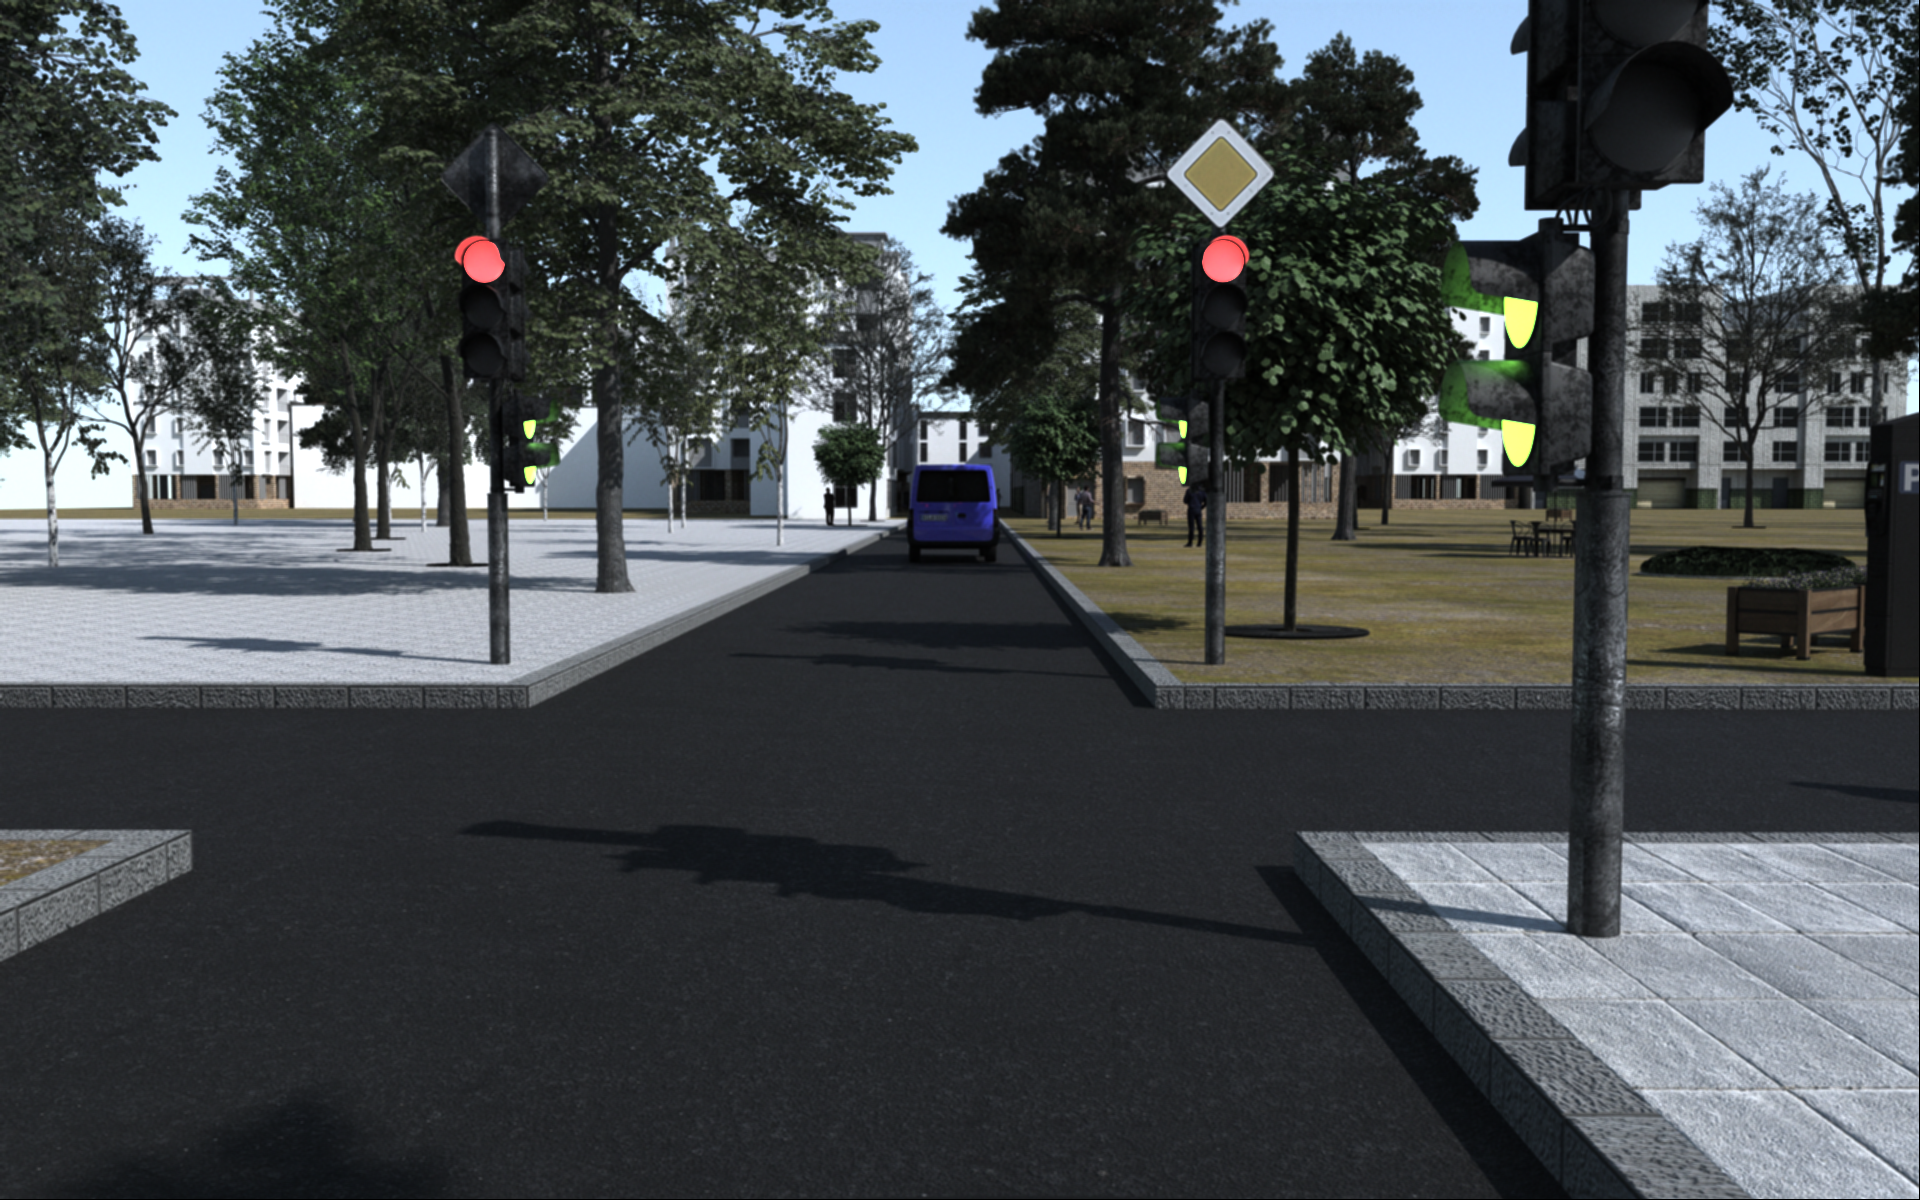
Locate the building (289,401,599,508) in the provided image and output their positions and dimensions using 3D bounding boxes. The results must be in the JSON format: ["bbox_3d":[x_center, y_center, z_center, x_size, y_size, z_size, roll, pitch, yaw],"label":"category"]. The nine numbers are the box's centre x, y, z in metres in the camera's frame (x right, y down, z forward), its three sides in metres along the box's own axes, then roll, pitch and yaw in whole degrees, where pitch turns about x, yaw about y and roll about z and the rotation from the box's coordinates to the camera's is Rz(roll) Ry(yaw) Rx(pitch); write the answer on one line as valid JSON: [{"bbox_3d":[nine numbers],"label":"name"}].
[{"bbox_3d":[-46.223,-13.351,160.431,28.070,9.664,9.099,0,4,0],"label":"building"}]

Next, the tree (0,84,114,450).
[{"bbox_3d":[-25.505,-7.692,43.888,7.486,12.596,7.792,0,3,0],"label":"tree"}]

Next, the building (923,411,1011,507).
[{"bbox_3d":[-8.631,-14.355,176.853,28.070,9.664,9.099,0,4,0],"label":"building"}]

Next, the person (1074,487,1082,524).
[{"bbox_3d":[5.086,-4.048,74.287,0.319,1.574,0.516,-1,4,-14],"label":"person"}]

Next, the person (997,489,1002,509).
[{"bbox_3d":[3.303,-8.496,145.667,0.721,1.735,1.217,1,4,20],"label":"person"}]

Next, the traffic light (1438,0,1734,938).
[{"bbox_3d":[1.838,-0.961,4.963,0.839,4.213,0.868,0,4,0],"label":"traffic light"}]

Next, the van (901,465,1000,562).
[{"bbox_3d":[-0.192,-2.066,38.155,2.240,2.365,5.245,0,4,-1],"label":"van"}]

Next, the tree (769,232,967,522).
[{"bbox_3d":[-3.945,-10.416,80.664,12.009,13.543,11.850,0,3,0],"label":"tree"}]

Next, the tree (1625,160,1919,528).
[{"bbox_3d":[29.646,-9.450,64.874,12.009,13.543,11.850,0,3,0],"label":"tree"}]

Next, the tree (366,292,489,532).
[{"bbox_3d":[-17.878,-6.597,58.225,4.360,8.622,3.978,0,3,0],"label":"tree"}]

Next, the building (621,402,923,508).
[{"bbox_3d":[-17.855,-13.293,159.495,28.070,9.664,9.099,0,4,0],"label":"building"}]

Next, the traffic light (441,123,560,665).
[{"bbox_3d":[-3.459,-1.451,12.975,0.839,4.213,0.868,0,4,0],"label":"traffic light"}]

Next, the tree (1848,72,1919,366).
[{"bbox_3d":[22.083,-7.807,35.074,7.806,13.903,7.818,0,3,0],"label":"tree"}]

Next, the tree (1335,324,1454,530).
[{"bbox_3d":[14.224,-8.394,62.991,9.928,11.665,9.643,0,3,0],"label":"tree"}]

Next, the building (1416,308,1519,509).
[{"bbox_3d":[50.925,-19.778,179.786,11.380,20.091,16.016,0,4,0],"label":"building"}]

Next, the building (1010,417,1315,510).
[{"bbox_3d":[18.179,-18.557,147.378,27.936,21.610,32.646,0,4,0],"label":"building"}]

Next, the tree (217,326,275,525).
[{"bbox_3d":[-30.075,-7.386,71.117,4.360,8.622,3.978,0,3,0],"label":"tree"}]

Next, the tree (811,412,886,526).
[{"bbox_3d":[-4.395,-5.244,69.459,4.285,4.588,4.351,0,3,0],"label":"tree"}]

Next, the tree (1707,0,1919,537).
[{"bbox_3d":[28.056,-11.857,49.744,12.611,20.169,13.585,0,3,0],"label":"tree"}]

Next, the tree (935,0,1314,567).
[{"bbox_3d":[2.675,-6.633,30.510,6.751,12.117,7.091,0,3,0],"label":"tree"}]

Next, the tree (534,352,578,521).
[{"bbox_3d":[-19.997,-8.133,83.338,4.360,8.622,3.978,0,3,0],"label":"tree"}]

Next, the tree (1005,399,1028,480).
[{"bbox_3d":[2.852,-4.040,49.770,4.285,4.588,4.351,0,3,0],"label":"tree"}]

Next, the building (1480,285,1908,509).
[{"bbox_3d":[64.342,-17.636,154.808,31.486,18.905,16.747,0,4,0],"label":"building"}]

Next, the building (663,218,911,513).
[{"bbox_3d":[-11.920,-16.312,123.116,16.016,20.091,11.380,0,4,0],"label":"building"}]

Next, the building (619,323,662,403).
[{"bbox_3d":[-29.081,-19.864,181.193,11.380,20.091,16.016,0,4,0],"label":"building"}]

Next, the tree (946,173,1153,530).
[{"bbox_3d":[3.221,-8.711,60.549,7.486,12.596,7.792,0,3,0],"label":"tree"}]

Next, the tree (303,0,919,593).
[{"bbox_3d":[-4.406,-6.344,21.851,7.486,12.596,7.792,0,3,0],"label":"tree"}]

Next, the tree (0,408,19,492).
[{"bbox_3d":[-51.485,-6.735,73.019,20.602,7.101,11.467,-2,4,-34],"label":"tree"}]

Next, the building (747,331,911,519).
[{"bbox_3d":[-8.164,-9.852,103.234,9.099,9.664,28.070,0,4,0],"label":"building"}]

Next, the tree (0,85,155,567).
[{"bbox_3d":[-16.021,-4.879,30.126,4.360,8.622,3.978,0,3,0],"label":"tree"}]

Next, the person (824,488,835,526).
[{"bbox_3d":[-5.334,-3.807,70.562,0.482,1.546,0.388,2,4,26],"label":"person"}]

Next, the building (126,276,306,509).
[{"bbox_3d":[-66.180,-18.392,157.121,11.380,20.091,16.016,0,4,0],"label":"building"}]

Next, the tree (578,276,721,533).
[{"bbox_3d":[-9.824,-6.536,57.225,4.360,8.622,3.978,0,3,0],"label":"tree"}]

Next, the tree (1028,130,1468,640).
[{"bbox_3d":[2.956,-1.963,15.811,4.285,4.588,4.351,0,3,0],"label":"tree"}]

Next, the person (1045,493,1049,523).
[{"bbox_3d":[4.133,-4.349,77.025,0.709,1.838,0.599,-1,4,-21],"label":"person"}]

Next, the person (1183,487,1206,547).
[{"bbox_3d":[5.681,-2.164,42.126,0.576,1.737,0.504,-2,4,-34],"label":"person"}]

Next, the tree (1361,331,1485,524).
[{"bbox_3d":[17.883,-8.473,72.947,8.767,10.594,7.601,1,4,23],"label":"tree"}]

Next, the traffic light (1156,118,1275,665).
[{"bbox_3d":[1.902,-1.450,12.948,0.839,4.213,0.868,0,4,0],"label":"traffic light"}]

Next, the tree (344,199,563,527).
[{"bbox_3d":[-20.343,-9.858,67.841,9.857,13.997,8.962,0,3,0],"label":"tree"}]

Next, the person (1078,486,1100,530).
[{"bbox_3d":[4.519,-3.288,61.759,0.963,1.587,0.435,2,4,35],"label":"person"}]

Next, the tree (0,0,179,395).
[{"bbox_3d":[-14.085,-6.933,20.018,9.857,13.997,8.962,0,3,0],"label":"tree"}]

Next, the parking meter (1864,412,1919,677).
[{"bbox_3d":[6.610,-0.396,12.186,0.399,1.863,0.255,0,4,-3],"label":"parking meter"}]

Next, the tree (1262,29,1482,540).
[{"bbox_3d":[11.060,-8.599,48.015,7.806,13.903,7.818,0,3,0],"label":"tree"}]

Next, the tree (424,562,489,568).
[{"bbox_3d":[-9.029,-6.405,30.481,9.928,11.665,9.643,0,3,0],"label":"tree"}]

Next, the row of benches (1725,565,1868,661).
[{"bbox_3d":[7.862,0.035,14.888,4.104,0.672,1.422,-3,5,-40],"label":"row of benches"}]

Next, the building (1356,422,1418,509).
[{"bbox_3d":[39.549,-19.807,180.263,11.380,20.091,16.016,0,4,0],"label":"building"}]

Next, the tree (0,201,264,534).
[{"bbox_3d":[-26.253,-7.392,55.278,7.601,10.594,8.767,2,4,31],"label":"tree"}]

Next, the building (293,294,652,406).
[{"bbox_3d":[-51.457,-21.004,187.385,32.646,21.610,27.936,0,4,0],"label":"building"}]

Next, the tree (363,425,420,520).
[{"bbox_3d":[-28.084,-8.284,85.804,4.737,8.622,4.395,0,3,0],"label":"tree"}]

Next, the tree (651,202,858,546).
[{"bbox_3d":[-4.720,-5.662,42.939,4.737,8.622,4.395,0,3,0],"label":"tree"}]

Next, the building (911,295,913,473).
[{"bbox_3d":[-11.655,-17.006,134.473,16.016,20.091,11.380,0,4,0],"label":"building"}]

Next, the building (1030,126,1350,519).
[{"bbox_3d":[11.876,-14.535,94.075,16.016,20.091,11.380,0,4,0],"label":"building"}]

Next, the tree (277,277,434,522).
[{"bbox_3d":[-27.425,-9.598,78.976,6.751,12.117,7.091,0,3,0],"label":"tree"}]

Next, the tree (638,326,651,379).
[{"bbox_3d":[-10.250,-7.036,65.394,4.737,8.622,4.395,0,3,0],"label":"tree"}]

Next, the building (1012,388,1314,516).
[{"bbox_3d":[12.214,-15.232,115.503,16.747,18.905,31.486,0,4,0],"label":"building"}]
